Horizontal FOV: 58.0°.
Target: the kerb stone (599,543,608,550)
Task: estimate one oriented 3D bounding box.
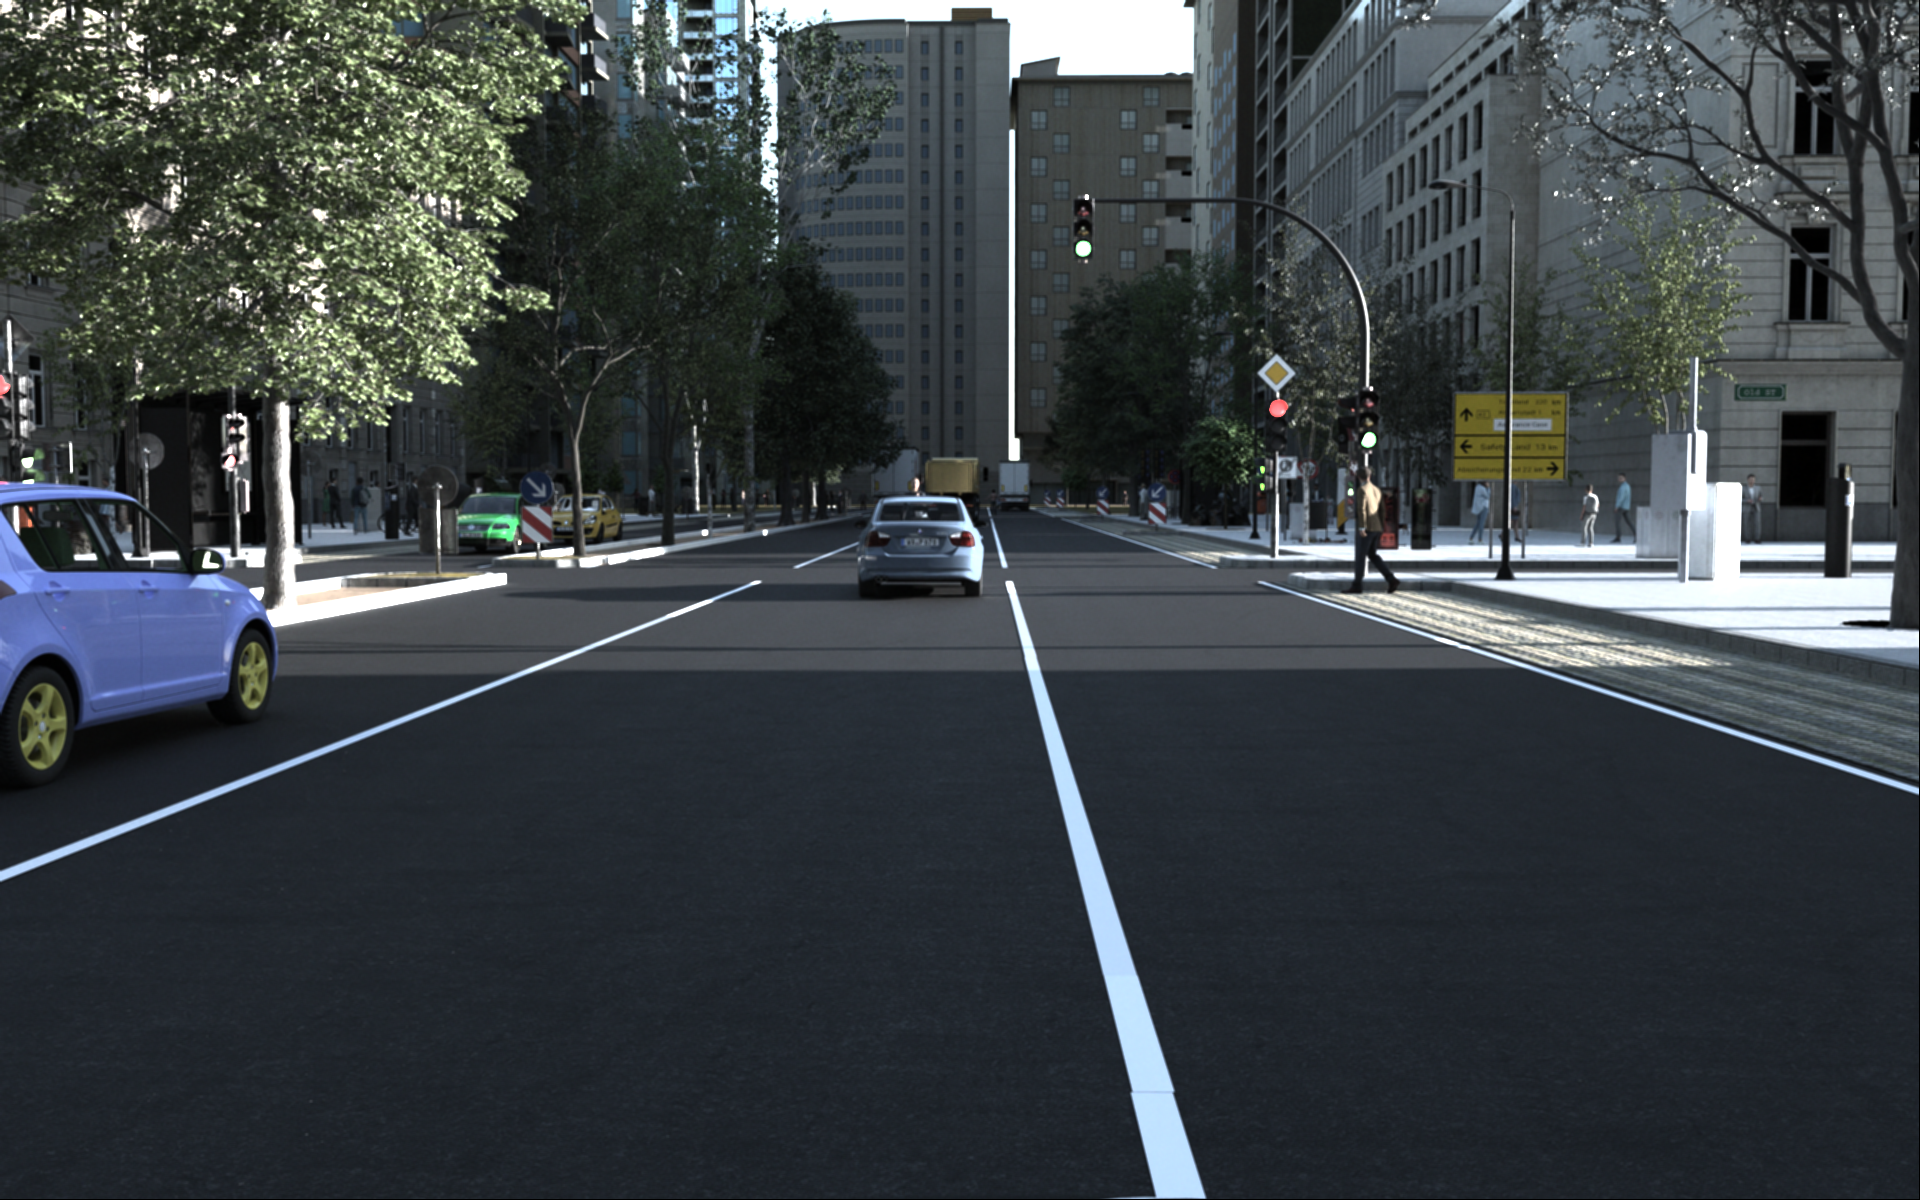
[{"bbox_3d":[-9.239,-1.339,44.268,0.120,0.150,1.000,0,4,1],"label":"kerb stone"}]

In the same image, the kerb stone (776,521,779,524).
[{"bbox_3d":[-8.721,-3.602,81.177,0.120,0.150,1.000,0,4,1],"label":"kerb stone"}]

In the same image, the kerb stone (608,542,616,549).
[{"bbox_3d":[-9.224,-1.413,45.291,0.120,0.150,1.000,0,4,1],"label":"kerb stone"}]

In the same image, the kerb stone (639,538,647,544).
[{"bbox_3d":[-9.166,-1.662,49.387,0.120,0.150,1.000,0,4,1],"label":"kerb stone"}]

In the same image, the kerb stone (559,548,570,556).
[{"bbox_3d":[-9.290,-1.100,40.179,0.120,0.150,1.000,0,4,1],"label":"kerb stone"}]

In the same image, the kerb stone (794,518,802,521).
[{"bbox_3d":[-8.577,-4.237,91.465,0.120,0.150,1.000,0,4,1],"label":"kerb stone"}]

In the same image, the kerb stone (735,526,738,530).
[{"bbox_3d":[-8.909,-2.792,67.838,0.120,0.150,1.000,0,4,1],"label":"kerb stone"}]

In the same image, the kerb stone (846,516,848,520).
[{"bbox_3d":[-6.425,-4.482,95.529,0.120,0.150,1.000,0,4,1],"label":"kerb stone"}]

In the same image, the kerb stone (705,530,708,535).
[{"bbox_3d":[-9.012,-2.352,60.659,0.120,0.150,1.000,0,4,1],"label":"kerb stone"}]

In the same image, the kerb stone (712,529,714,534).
[{"bbox_3d":[-8.994,-2.415,61.681,0.120,0.150,1.000,0,4,1],"label":"kerb stone"}]

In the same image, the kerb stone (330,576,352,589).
[{"bbox_3d":[-9.493,-0.253,26.345,0.120,0.150,1.000,0,4,1],"label":"kerb stone"}]

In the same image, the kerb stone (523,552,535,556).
[{"bbox_3d":[-9.340,-0.911,37.108,0.120,0.150,1.000,0,4,1],"label":"kerb stone"}]

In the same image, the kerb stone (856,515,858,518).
[{"bbox_3d":[-6.316,-4.923,102.694,0.120,0.150,1.000,0,4,1],"label":"kerb stone"}]

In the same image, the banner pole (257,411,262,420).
[{"bbox_3d":[-19.968,-3.700,50.511,0.401,3.779,0.863,3,5,39],"label":"banner pole"}]

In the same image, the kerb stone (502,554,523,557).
[{"bbox_3d":[-9.351,-0.850,36.086,0.120,0.150,1.000,0,4,1],"label":"kerb stone"}]

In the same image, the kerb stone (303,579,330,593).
[{"bbox_3d":[-9.498,-0.191,25.323,0.120,0.150,1.000,0,4,1],"label":"kerb stone"}]

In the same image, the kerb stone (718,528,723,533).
[{"bbox_3d":[-8.964,-2.541,63.737,0.120,0.150,1.000,0,4,1],"label":"kerb stone"}]

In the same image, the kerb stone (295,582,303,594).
[{"bbox_3d":[-9.518,-0.129,24.298,0.120,0.150,1.000,0,4,1],"label":"kerb stone"}]

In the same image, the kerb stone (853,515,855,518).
[{"bbox_3d":[-6.348,-4.798,100.649,0.120,0.150,1.000,0,4,1],"label":"kerb stone"}]

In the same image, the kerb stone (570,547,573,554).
[{"bbox_3d":[-9.282,-1.162,41.201,0.120,0.150,1.000,0,4,1],"label":"kerb stone"}]

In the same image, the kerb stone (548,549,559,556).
[{"bbox_3d":[-9.309,-1.035,39.152,0.120,0.150,1.000,0,4,1],"label":"kerb stone"}]

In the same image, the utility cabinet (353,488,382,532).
[{"bbox_3d":[-20.067,-3.057,58.666,0.318,1.500,1.173,1,4,16],"label":"utility cabinet"}]

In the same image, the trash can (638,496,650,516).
[{"bbox_3d":[-18.718,-5.570,102.723,0.748,1.137,0.748,0,3,0],"label":"trash can"}]

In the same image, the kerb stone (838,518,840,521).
[{"bbox_3d":[-6.497,-4.172,90.409,0.120,0.150,1.000,0,4,1],"label":"kerb stone"}]

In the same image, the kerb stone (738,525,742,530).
[{"bbox_3d":[-8.896,-2.854,68.866,0.120,0.150,1.000,0,4,1],"label":"kerb stone"}]

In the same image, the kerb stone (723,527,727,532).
[{"bbox_3d":[-8.948,-2.603,64.760,0.120,0.150,1.000,0,4,1],"label":"kerb stone"}]

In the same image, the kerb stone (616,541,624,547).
[{"bbox_3d":[-9.205,-1.475,46.315,0.120,0.150,1.000,0,4,1],"label":"kerb stone"}]

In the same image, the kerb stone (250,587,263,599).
[{"bbox_3d":[-9.531,-0.063,23.277,0.120,0.150,1.000,0,4,1],"label":"kerb stone"}]

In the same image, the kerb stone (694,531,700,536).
[{"bbox_3d":[-9.043,-2.227,58.613,0.120,0.150,1.000,0,4,1],"label":"kerb stone"}]

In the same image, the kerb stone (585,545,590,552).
[{"bbox_3d":[-9.267,-1.225,42.223,0.120,0.150,1.000,0,4,1],"label":"kerb stone"}]

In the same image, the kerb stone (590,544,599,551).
[{"bbox_3d":[-9.253,-1.284,43.246,0.120,0.150,1.000,0,4,1],"label":"kerb stone"}]

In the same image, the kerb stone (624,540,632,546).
[{"bbox_3d":[-9.199,-1.536,47.340,0.120,0.150,1.000,0,4,1],"label":"kerb stone"}]

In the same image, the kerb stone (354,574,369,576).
[{"bbox_3d":[-9.480,-0.316,27.378,0.120,0.150,1.000,0,4,1],"label":"kerb stone"}]

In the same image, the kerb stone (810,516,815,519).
[{"bbox_3d":[-8.466,-4.739,99.676,0.120,0.150,1.000,0,4,1],"label":"kerb stone"}]

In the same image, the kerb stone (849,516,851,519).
[{"bbox_3d":[-6.385,-4.610,97.576,0.120,0.150,1.000,0,4,1],"label":"kerb stone"}]

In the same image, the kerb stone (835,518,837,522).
[{"bbox_3d":[-6.516,-4.047,88.365,0.120,0.150,1.000,0,4,1],"label":"kerb stone"}]

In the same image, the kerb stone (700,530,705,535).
[{"bbox_3d":[-9.020,-2.290,59.635,0.120,0.150,1.000,0,4,1],"label":"kerb stone"}]

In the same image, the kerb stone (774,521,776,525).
[{"bbox_3d":[-8.735,-3.543,80.150,0.120,0.150,1.000,0,4,1],"label":"kerb stone"}]

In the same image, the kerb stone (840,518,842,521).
[{"bbox_3d":[-6.473,-4.235,91.431,0.120,0.150,1.000,0,4,1],"label":"kerb stone"}]

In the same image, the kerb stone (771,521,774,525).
[{"bbox_3d":[-8.754,-3.482,79.126,0.120,0.150,1.000,0,4,1],"label":"kerb stone"}]

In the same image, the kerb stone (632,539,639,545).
[{"bbox_3d":[-9.187,-1.600,48.365,0.120,0.150,1.000,0,4,1],"label":"kerb stone"}]

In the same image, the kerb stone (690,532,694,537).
[{"bbox_3d":[-9.059,-2.164,57.583,0.120,0.150,1.000,0,4,1],"label":"kerb stone"}]

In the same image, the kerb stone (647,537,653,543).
[{"bbox_3d":[-9.158,-1.723,50.414,0.120,0.150,1.000,0,4,1],"label":"kerb stone"}]

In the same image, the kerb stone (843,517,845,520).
[{"bbox_3d":[-6.450,-4.360,93.484,0.120,0.150,1.000,0,4,1],"label":"kerb stone"}]

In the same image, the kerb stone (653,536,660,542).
[{"bbox_3d":[-9.141,-1.788,51.436,0.120,0.150,1.000,0,4,1],"label":"kerb stone"}]

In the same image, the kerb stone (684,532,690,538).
[{"bbox_3d":[-9.062,-2.102,56.560,0.120,0.150,1.000,0,4,1],"label":"kerb stone"}]

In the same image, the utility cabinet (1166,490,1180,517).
[{"bbox_3d":[12.104,-5.435,97.537,1.173,1.500,0.318,-3,5,-42],"label":"utility cabinet"}]

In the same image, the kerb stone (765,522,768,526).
[{"bbox_3d":[-8.780,-3.350,77.058,0.120,0.150,1.000,0,4,1],"label":"kerb stone"}]

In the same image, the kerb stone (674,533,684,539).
[{"bbox_3d":[-9.078,-2.039,55.538,0.120,0.150,1.000,0,4,1],"label":"kerb stone"}]

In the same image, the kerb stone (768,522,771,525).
[{"bbox_3d":[-8.763,-3.419,78.088,0.120,0.150,1.000,0,4,1],"label":"kerb stone"}]

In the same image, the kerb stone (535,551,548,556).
[{"bbox_3d":[-9.318,-0.975,38.130,0.120,0.150,1.000,0,4,1],"label":"kerb stone"}]

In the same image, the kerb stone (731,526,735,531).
[{"bbox_3d":[-8.923,-2.729,66.813,0.120,0.150,1.000,0,4,1],"label":"kerb stone"}]

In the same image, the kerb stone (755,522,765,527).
[{"bbox_3d":[-8.793,-3.293,76.033,0.120,0.150,1.000,0,4,1],"label":"kerb stone"}]

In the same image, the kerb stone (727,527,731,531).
[{"bbox_3d":[-8.936,-2.666,65.790,0.120,0.150,1.000,0,4,1],"label":"kerb stone"}]

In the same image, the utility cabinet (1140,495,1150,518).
[{"bbox_3d":[9.292,-4.628,86.831,0.306,1.237,1.020,1,4,18],"label":"utility cabinet"}]

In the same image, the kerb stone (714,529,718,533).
[{"bbox_3d":[-8.976,-2.470,62.711,0.120,0.150,1.000,0,4,1],"label":"kerb stone"}]

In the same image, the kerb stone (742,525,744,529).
[{"bbox_3d":[-8.884,-2.918,69.897,0.120,0.150,1.000,0,4,1],"label":"kerb stone"}]
